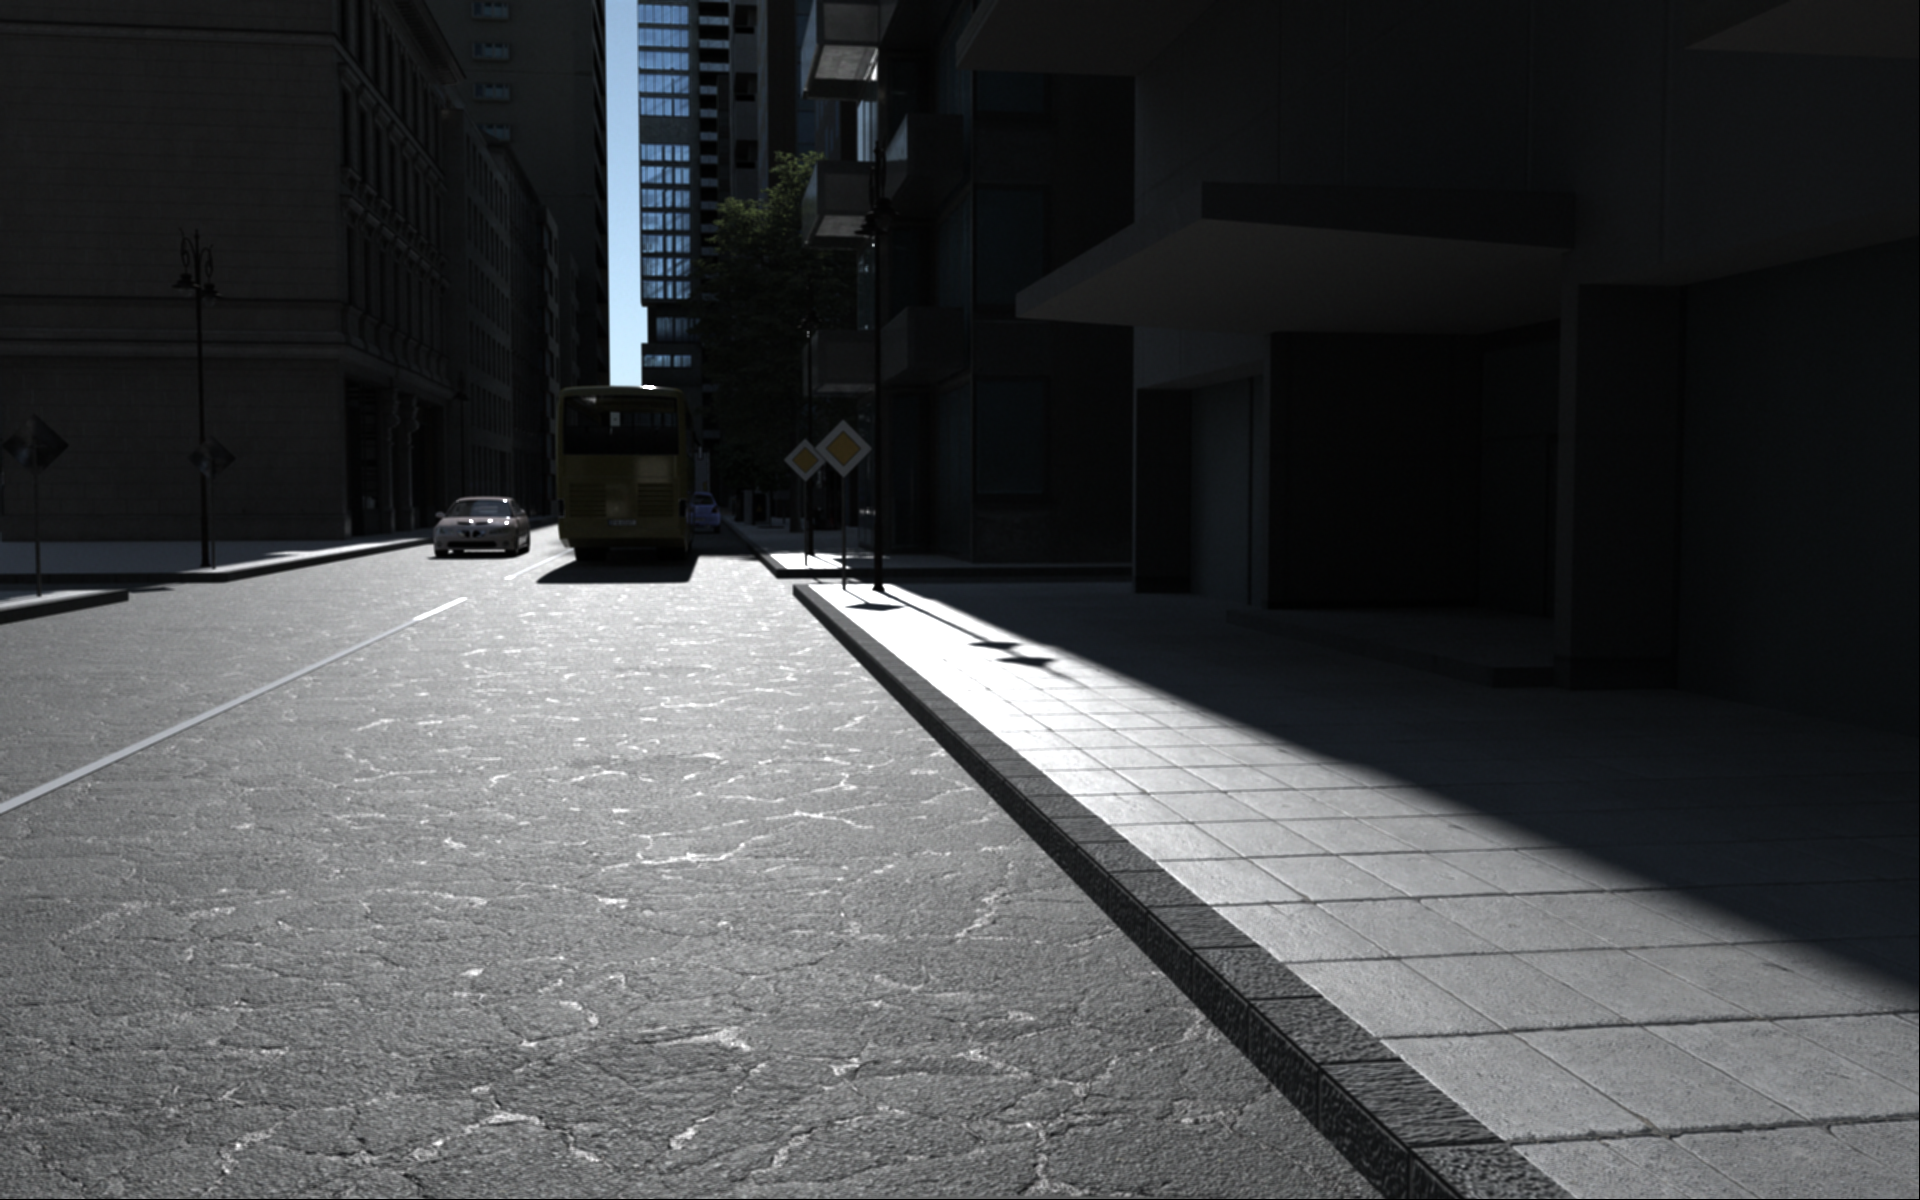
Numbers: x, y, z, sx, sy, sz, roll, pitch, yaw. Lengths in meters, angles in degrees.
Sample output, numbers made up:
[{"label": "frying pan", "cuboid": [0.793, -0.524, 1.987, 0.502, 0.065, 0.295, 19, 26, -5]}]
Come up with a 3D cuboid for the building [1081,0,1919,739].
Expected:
[{"label": "building", "cuboid": [15.045, -25.770, 10.576, 28.713, 52.752, 27.495, -1, 4, -9]}]

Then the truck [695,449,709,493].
[{"label": "truck", "cuboid": [-17.707, -7.543, 112.248, 2.839, 4.237, 11.283, -1, 4, -11]}]

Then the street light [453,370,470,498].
[{"label": "street light", "cuboid": [-18.531, -5.611, 64.520, 0.468, 5.910, 1.993, -1, 4, -9]}]

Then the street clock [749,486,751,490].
[{"label": "street clock", "cuboid": [-11.323, -5.378, 92.508, 0.358, 2.002, 0.471, -2, 4, -28]}]

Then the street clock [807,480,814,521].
[{"label": "street clock", "cuboid": [-7.275, -4.829, 83.524, 0.471, 2.002, 0.358, -2, 4, -24]}]

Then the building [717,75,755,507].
[{"label": "building", "cuboid": [-17.118, -29.963, 173.483, 14.154, 41.232, 14.086, -1, 4, -9]}]

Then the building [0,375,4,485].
[{"label": "building", "cuboid": [-84.994, -29.421, 164.634, 14.086, 41.232, 14.154, -1, 4, -9]}]

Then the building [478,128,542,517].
[{"label": "building", "cuboid": [-28.311, -14.952, 93.610, 9.793, 20.994, 18.267, -1, 4, -9]}]

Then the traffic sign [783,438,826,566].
[{"label": "traffic sign", "cuboid": [-2.768, -1.676, 31.043, 0.795, 2.450, 0.064, -1, 4, -9]}]

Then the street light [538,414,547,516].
[{"label": "street light", "cuboid": [-23.989, -7.760, 99.667, 0.468, 5.910, 1.993, -1, 4, -9]}]

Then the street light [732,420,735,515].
[{"label": "street light", "cuboid": [-13.744, -8.086, 104.997, 0.468, 5.910, 1.993, -1, 4, -9]}]

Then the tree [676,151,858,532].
[{"label": "tree", "cuboid": [-5.489, -8.516, 57.372, 7.486, 12.596, 7.792, 0, 3, 0]}]

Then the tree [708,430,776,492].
[{"label": "tree", "cuboid": [-10.591, -6.162, 84.464, 4.285, 4.588, 4.351, 0, 3, 0]}]

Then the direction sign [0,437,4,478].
[{"label": "direction sign", "cuboid": [-35.846, -4.464, 64.980, 0.876, 3.537, 0.379, -2, 4, -26]}]

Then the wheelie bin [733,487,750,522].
[{"label": "wheelie bin", "cuboid": [-9.963, -4.402, 79.874, 0.980, 1.594, 0.693, -2, 4, -35]}]

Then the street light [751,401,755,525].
[{"label": "street light", "cuboid": [-8.463, -5.997, 70.842, 0.468, 5.910, 1.993, -1, 4, -9]}]

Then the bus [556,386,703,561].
[{"label": "bus", "cuboid": [-7.474, -2.967, 40.054, 2.896, 3.916, 12.252, 0, 4, -8]}]

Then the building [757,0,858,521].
[{"label": "building", "cuboid": [-4.359, -27.459, 99.067, 14.600, 45.320, 14.200, -1, 4, -9]}]

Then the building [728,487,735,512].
[{"label": "building", "cuboid": [-1.015, -26.727, 128.875, 32.217, 40.220, 23.993, -1, 4, -9]}]

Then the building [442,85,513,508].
[{"label": "building", "cuboid": [-26.001, -13.547, 76.249, 10.420, 20.320, 16.860, -1, 4, -9]}]

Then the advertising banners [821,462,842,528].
[{"label": "advertising banners", "cuboid": [-4.778, -4.190, 64.692, 0.090, 3.025, 2.074, -2, 4, -27]}]

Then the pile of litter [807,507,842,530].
[{"label": "pile of litter", "cuboid": [-4.855, -2.913, 61.585, 1.176, 0.858, 1.719, -2, 4, -33]}]

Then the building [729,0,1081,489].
[{"label": "building", "cuboid": [-6.604, -34.526, 153.746, 28.713, 52.752, 27.495, -1, 4, -9]}]

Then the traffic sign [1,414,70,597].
[{"label": "traffic sign", "cuboid": [-11.538, -1.101, 21.644, 0.795, 2.450, 0.064, -1, 4, -9]}]

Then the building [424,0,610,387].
[{"label": "building", "cuboid": [-39.978, -31.625, 140.777, 21.300, 48.544, 21.600, -1, 4, -9]}]

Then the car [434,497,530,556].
[{"label": "car", "cuboid": [-11.367, -1.774, 41.368, 2.083, 1.381, 4.827, -1, 4, -9]}]

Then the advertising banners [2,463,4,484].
[{"label": "advertising banners", "cuboid": [-53.532, -6.151, 96.759, 0.090, 3.025, 2.074, -1, 4, -23]}]

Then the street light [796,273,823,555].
[{"label": "street light", "cuboid": [-3.146, -3.886, 36.323, 0.468, 5.910, 1.993, -1, 4, -9]}]

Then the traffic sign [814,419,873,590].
[{"label": "traffic sign", "cuboid": [-1.557, -1.193, 23.150, 0.795, 2.450, 0.064, -1, 4, -9]}]

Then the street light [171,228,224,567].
[{"label": "street light", "cuboid": [-13.311, -3.522, 30.376, 0.468, 5.910, 1.993, -1, 4, -9]}]

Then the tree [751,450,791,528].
[{"label": "tree", "cuboid": [-7.254, -4.330, 65.397, 1.663, 3.219, 1.824, 0, 3, 0]}]

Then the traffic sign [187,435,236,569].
[{"label": "traffic sign", "cuboid": [-12.749, -1.584, 29.537, 0.795, 2.450, 0.064, -1, 4, -9]}]

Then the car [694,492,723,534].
[{"label": "car", "cuboid": [-9.724, -3.330, 64.041, 1.945, 1.707, 3.694, -1, 4, -9]}]

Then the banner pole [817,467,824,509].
[{"label": "banner pole", "cuboid": [-6.802, -5.795, 84.762, 0.401, 3.779, 0.863, 2, 4, 27]}]

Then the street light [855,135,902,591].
[{"label": "street light", "cuboid": [-1.084, -3.060, 22.818, 0.468, 5.910, 1.993, -1, 4, -9]}]

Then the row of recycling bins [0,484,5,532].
[{"label": "row of recycling bins", "cuboid": [-32.435, -3.197, 59.385, 1.069, 1.692, 3.534, -2, 4, -33]}]

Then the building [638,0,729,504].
[{"label": "building", "cuboid": [-24.733, -54.160, 198.190, 31.000, 86.520, 22.319, -1, 4, -9]}]

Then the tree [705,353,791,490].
[{"label": "tree", "cuboid": [-10.709, -8.498, 89.312, 4.360, 8.622, 3.978, 0, 3, 0]}]

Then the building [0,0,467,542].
[{"label": "building", "cuboid": [-21.583, -12.049, 47.907, 10.553, 20.767, 40.483, -1, 4, -9]}]

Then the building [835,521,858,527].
[{"label": "building", "cuboid": [1.181, -25.917, 73.851, 14.600, 45.320, 14.200, -1, 4, -9]}]

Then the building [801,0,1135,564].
[{"label": "building", "cuboid": [11.372, -25.824, 41.827, 30.456, 49.044, 23.786, -1, 4, -9]}]

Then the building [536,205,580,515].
[{"label": "building", "cuboid": [-40.538, -16.574, 116.020, 27.650, 21.520, 28.899, -1, 4, -9]}]

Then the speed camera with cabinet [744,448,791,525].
[{"label": "speed camera with cabinet", "cuboid": [-8.149, -4.847, 73.584, 2.038, 3.252, 0.660, -2, 4, -33]}]
